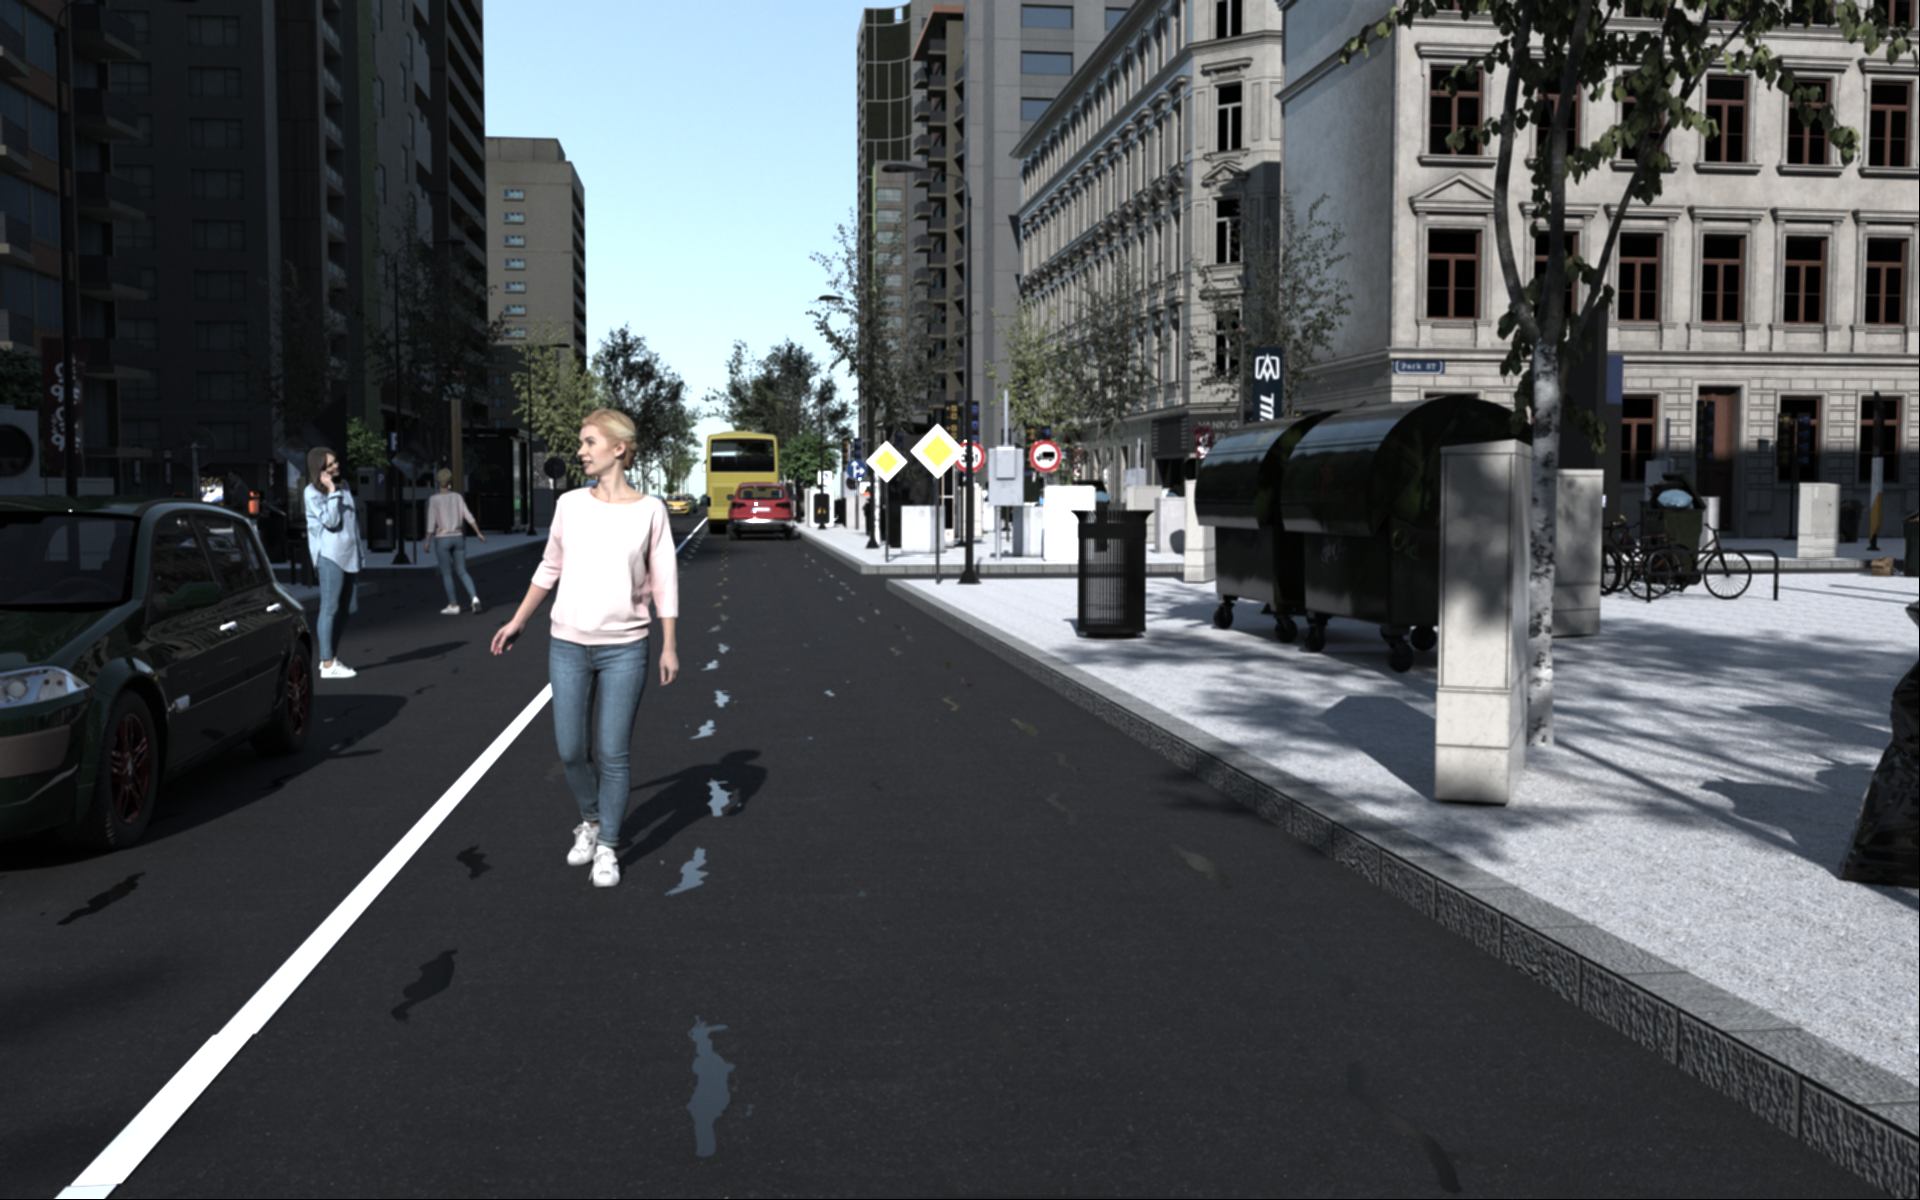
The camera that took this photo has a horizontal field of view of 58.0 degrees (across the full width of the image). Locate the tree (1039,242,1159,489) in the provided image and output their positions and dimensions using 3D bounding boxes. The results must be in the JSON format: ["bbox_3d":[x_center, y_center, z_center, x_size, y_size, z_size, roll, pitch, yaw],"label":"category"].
[{"bbox_3d":[4.266,-6.177,51.350,4.360,8.622,3.978,0,3,0],"label":"tree"}]

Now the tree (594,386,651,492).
[{"bbox_3d":[-21.976,-9.789,110.420,4.360,8.622,3.978,0,3,0],"label":"tree"}]

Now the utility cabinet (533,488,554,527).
[{"bbox_3d":[-16.041,-3.516,66.164,1.173,1.500,0.318,2,4,25],"label":"utility cabinet"}]

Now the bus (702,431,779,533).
[{"bbox_3d":[-8.454,-4.585,66.512,2.896,3.916,12.252,-1,4,-8],"label":"bus"}]

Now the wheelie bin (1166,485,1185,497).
[{"bbox_3d":[7.522,-3.178,59.861,0.693,1.594,0.980,2,4,34],"label":"wheelie bin"}]

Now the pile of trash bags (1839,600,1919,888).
[{"bbox_3d":[4.397,0.290,5.006,1.912,1.369,3.447,-2,4,-29],"label":"pile of trash bags"}]

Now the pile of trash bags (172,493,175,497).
[{"bbox_3d":[-34.192,-4.236,79.007,3.447,1.369,1.912,0,4,-2],"label":"pile of trash bags"}]

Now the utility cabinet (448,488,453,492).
[{"bbox_3d":[-18.401,-3.263,62.036,1.173,1.500,0.318,0,4,4],"label":"utility cabinet"}]

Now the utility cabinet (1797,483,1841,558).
[{"bbox_3d":[17.088,-1.575,34.423,1.173,1.500,0.318,-3,5,-40],"label":"utility cabinet"}]

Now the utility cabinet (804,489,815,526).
[{"bbox_3d":[-6.032,-3.731,69.687,0.318,1.500,1.173,0,4,2],"label":"utility cabinet"}]

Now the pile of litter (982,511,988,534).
[{"bbox_3d":[0.307,-2.613,56.684,1.176,0.858,1.719,0,4,-4],"label":"pile of litter"}]

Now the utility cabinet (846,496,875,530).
[{"bbox_3d":[-3.594,-3.146,62.605,1.020,1.237,0.306,1,4,8],"label":"utility cabinet"}]

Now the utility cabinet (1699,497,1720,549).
[{"bbox_3d":[17.608,-1.830,41.087,0.306,1.237,1.020,0,4,-6],"label":"utility cabinet"}]

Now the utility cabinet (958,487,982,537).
[{"bbox_3d":[0.070,-2.597,51.137,1.173,1.500,0.318,0,4,4],"label":"utility cabinet"}]

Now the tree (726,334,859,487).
[{"bbox_3d":[-9.160,-10.186,100.949,7.601,10.594,8.767,2,4,31],"label":"tree"}]

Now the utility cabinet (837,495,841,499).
[{"bbox_3d":[-6.083,-4.787,89.435,0.306,1.237,1.020,1,4,13],"label":"utility cabinet"}]

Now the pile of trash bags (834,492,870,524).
[{"bbox_3d":[-4.584,-4.017,75.425,1.912,1.369,3.447,1,4,20],"label":"pile of trash bags"}]

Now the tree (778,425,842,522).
[{"bbox_3d":[-6.974,-5.970,81.315,4.285,4.588,4.351,0,3,0],"label":"tree"}]

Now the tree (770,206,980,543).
[{"bbox_3d":[-1.941,-5.786,44.958,4.360,8.622,3.978,0,3,0],"label":"tree"}]

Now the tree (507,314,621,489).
[{"bbox_3d":[-16.584,-7.366,70.802,4.737,8.622,4.395,0,3,0],"label":"tree"}]

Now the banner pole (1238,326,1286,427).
[{"bbox_3d":[4.448,-2.200,25.987,0.863,3.779,0.401,0,4,-6],"label":"banner pole"}]

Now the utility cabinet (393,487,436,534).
[{"bbox_3d":[-17.517,-2.866,55.535,1.173,1.500,0.318,-1,4,-9],"label":"utility cabinet"}]

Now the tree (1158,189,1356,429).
[{"bbox_3d":[7.468,-5.550,41.101,4.360,8.622,3.978,0,3,0],"label":"tree"}]

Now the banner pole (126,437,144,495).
[{"bbox_3d":[-36.596,-5.305,76.746,0.863,3.779,0.401,-3,5,-42],"label":"banner pole"}]

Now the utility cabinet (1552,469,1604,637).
[{"bbox_3d":[5.198,-0.414,15.448,1.173,1.500,0.318,-2,4,-30],"label":"utility cabinet"}]

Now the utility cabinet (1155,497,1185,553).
[{"bbox_3d":[4.754,-1.621,37.665,1.020,1.237,0.306,-1,4,-15],"label":"utility cabinet"}]

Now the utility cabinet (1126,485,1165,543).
[{"bbox_3d":[4.781,-2.225,45.059,0.318,1.500,1.173,3,5,42],"label":"utility cabinet"}]

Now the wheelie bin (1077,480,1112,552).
[{"bbox_3d":[2.926,-1.876,38.582,0.980,1.594,0.693,2,4,32],"label":"wheelie bin"}]

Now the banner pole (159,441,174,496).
[{"bbox_3d":[-37.672,-5.634,82.131,0.401,3.779,0.863,2,4,32],"label":"banner pole"}]

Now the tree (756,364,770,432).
[{"bbox_3d":[-8.572,-8.544,90.057,4.360,8.622,3.978,0,3,0],"label":"tree"}]

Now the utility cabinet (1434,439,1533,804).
[{"bbox_3d":[2.301,0.065,7.610,0.318,1.500,1.173,1,4,21],"label":"utility cabinet"}]

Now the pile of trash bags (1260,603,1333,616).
[{"bbox_3d":[4.706,-0.598,19.535,1.912,1.369,3.447,2,4,28],"label":"pile of trash bags"}]

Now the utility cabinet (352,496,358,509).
[{"bbox_3d":[-21.512,-3.088,61.655,0.306,1.237,1.020,3,5,40],"label":"utility cabinet"}]

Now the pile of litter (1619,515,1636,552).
[{"bbox_3d":[14.410,-1.514,38.724,1.719,0.858,1.176,-2,4,-24],"label":"pile of litter"}]

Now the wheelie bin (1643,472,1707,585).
[{"bbox_3d":[10.135,-1.021,24.605,0.693,1.594,0.980,0,4,-3],"label":"wheelie bin"}]

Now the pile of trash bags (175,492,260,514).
[{"bbox_3d":[-29.423,-3.664,69.665,1.912,1.369,3.447,1,4,17],"label":"pile of trash bags"}]

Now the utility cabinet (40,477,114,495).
[{"bbox_3d":[-12.097,-0.902,23.422,1.173,1.500,0.318,-3,5,-40],"label":"utility cabinet"}]

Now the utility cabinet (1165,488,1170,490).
[{"bbox_3d":[7.993,-3.510,66.066,0.318,1.500,1.173,1,4,15],"label":"utility cabinet"}]

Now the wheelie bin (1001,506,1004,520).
[{"bbox_3d":[2.239,-4.842,87.079,0.980,1.594,0.693,1,4,17],"label":"wheelie bin"}]

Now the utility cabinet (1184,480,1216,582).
[{"bbox_3d":[3.540,-1.022,25.394,0.318,1.500,1.173,1,4,19],"label":"utility cabinet"}]

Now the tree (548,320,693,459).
[{"bbox_3d":[-18.676,-9.689,92.820,7.601,10.594,8.767,2,4,25],"label":"tree"}]

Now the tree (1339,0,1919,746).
[{"bbox_3d":[3.199,-3.564,8.632,4.737,8.622,4.395,0,3,0],"label":"tree"}]

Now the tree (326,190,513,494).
[{"bbox_3d":[-12.749,-5.610,42.089,4.360,8.622,3.978,0,3,0],"label":"tree"}]

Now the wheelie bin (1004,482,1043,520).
[{"bbox_3d":[1.705,-2.231,44.380,0.980,1.594,0.693,0,4,7],"label":"wheelie bin"}]

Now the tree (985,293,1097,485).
[{"bbox_3d":[2.803,-6.895,63.104,4.737,8.622,4.395,0,3,0],"label":"tree"}]

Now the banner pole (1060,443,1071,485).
[{"bbox_3d":[5.221,-5.838,85.461,0.863,3.779,0.401,3,5,44],"label":"banner pole"}]
